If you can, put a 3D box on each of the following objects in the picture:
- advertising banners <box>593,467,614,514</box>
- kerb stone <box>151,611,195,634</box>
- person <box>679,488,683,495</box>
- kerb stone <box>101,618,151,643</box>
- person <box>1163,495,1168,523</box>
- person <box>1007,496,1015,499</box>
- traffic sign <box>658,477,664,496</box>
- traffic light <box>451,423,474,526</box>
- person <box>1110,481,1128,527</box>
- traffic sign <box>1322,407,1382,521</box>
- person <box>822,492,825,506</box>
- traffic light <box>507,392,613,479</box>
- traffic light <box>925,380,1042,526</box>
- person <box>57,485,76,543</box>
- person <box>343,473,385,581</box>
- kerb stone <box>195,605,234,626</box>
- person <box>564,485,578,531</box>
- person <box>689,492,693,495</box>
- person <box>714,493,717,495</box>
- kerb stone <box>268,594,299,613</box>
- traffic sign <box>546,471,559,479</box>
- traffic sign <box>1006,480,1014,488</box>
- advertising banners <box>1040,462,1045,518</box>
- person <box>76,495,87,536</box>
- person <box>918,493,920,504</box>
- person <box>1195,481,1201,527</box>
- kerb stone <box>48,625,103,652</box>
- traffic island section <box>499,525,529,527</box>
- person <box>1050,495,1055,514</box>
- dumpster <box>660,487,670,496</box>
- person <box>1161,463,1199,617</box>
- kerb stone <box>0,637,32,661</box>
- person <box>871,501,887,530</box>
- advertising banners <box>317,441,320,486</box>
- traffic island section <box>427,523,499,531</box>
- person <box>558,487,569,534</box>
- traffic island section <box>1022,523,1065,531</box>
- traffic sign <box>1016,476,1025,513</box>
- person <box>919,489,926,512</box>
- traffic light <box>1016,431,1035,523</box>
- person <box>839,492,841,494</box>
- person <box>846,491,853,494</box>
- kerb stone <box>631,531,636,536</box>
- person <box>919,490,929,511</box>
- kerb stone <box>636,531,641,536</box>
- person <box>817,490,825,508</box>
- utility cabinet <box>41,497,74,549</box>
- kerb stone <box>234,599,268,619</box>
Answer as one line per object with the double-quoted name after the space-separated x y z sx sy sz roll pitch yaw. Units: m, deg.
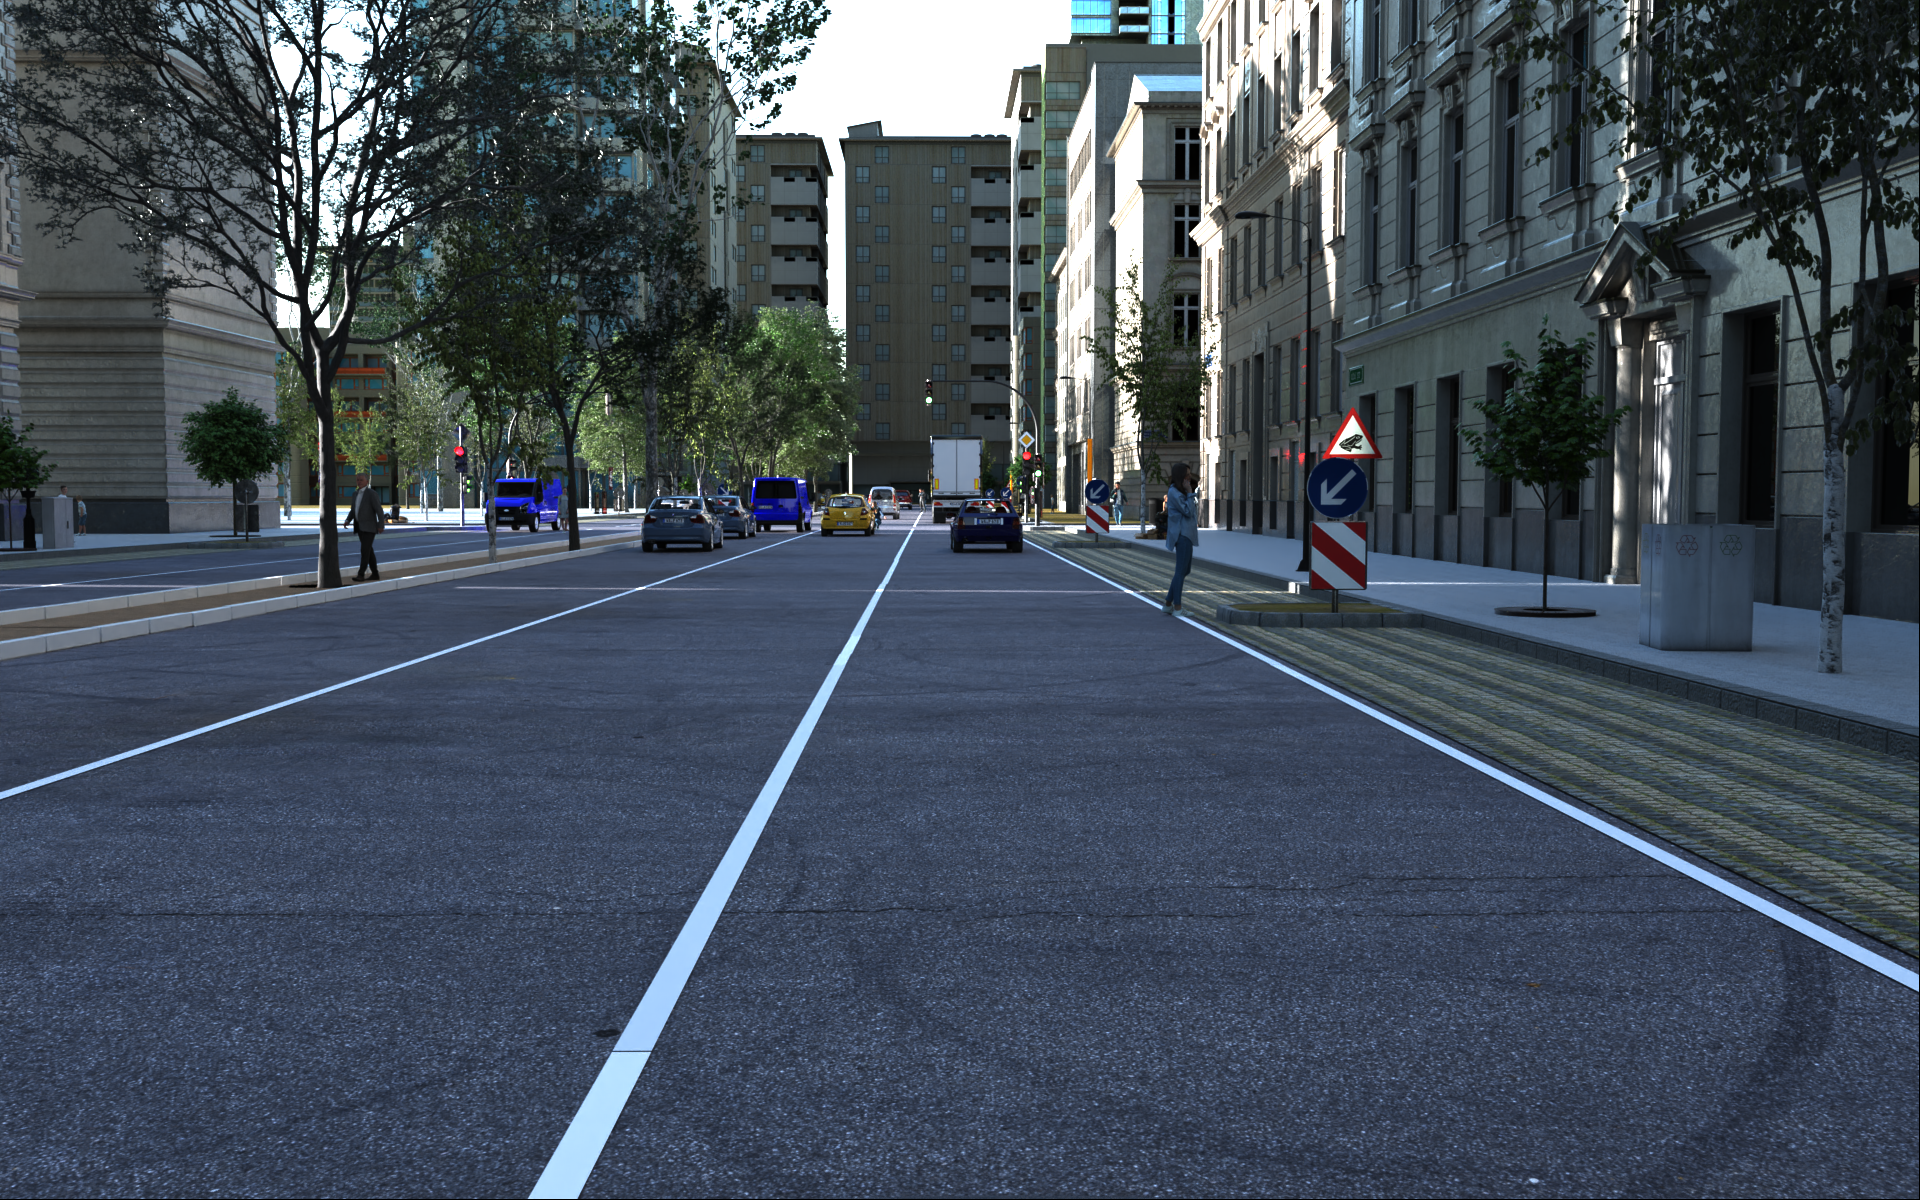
-22.844 -7.028 111.094 0.090 3.025 2.074 2 4 26 "advertising banners"
-8.350 0.243 18.219 0.120 0.150 1.000 0 4 -1 "kerb stone"
-25.406 -9.319 158.417 1.348 1.824 0.705 2 4 30 "person"
-8.335 0.307 17.183 0.120 0.150 1.000 0 4 -1 "kerb stone"
8.114 -3.482 67.645 0.362 1.253 0.373 -1 4 -12 "person"
4.322 -9.141 155.432 1.348 1.831 0.705 2 4 29 "person"
-22.649 -7.966 130.353 0.768 2.556 0.104 0 4 2 "traffic sign"
-19.783 -4.888 68.841 0.839 4.253 0.868 0 4 -1 "traffic light"
6.255 -3.794 68.427 0.623 1.781 0.721 -2 4 -25 "person"
5.892 -1.594 26.062 0.884 2.594 0.081 0 4 8 "traffic sign"
-16.679 -12.291 210.181 0.721 1.743 1.217 1 4 10 "person"
-17.824 -6.252 76.894 4.771 5.953 1.251 0 4 -1 "traffic light"
0.985 -5.773 69.054 4.771 5.953 1.251 0 4 -1 "traffic light"
-23.497 -2.251 45.439 0.523 1.515 0.503 -2 4 -33 "person"
-9.774 -1.187 28.310 0.661 1.777 0.834 1 4 19 "person"
-8.356 0.186 19.242 0.120 0.150 1.000 0 4 -1 "kerb stone"
-15.157 -3.573 67.159 0.529 1.795 0.600 -3 5 -42 "person"
-29.873 -11.370 192.612 0.551 1.740 0.621 3 4 36 "person"
-24.142 -9.932 169.112 1.217 1.739 0.721 0 4 2 "person"
-8.402 0.055 21.296 0.120 0.150 1.000 0 4 -1 "kerb stone"
-22.708 -5.886 96.334 0.768 2.556 0.104 0 4 5 "traffic sign"
4.237 -8.835 144.456 0.884 2.594 0.081 0 4 6 "traffic sign"
4.418 -5.999 94.279 0.090 3.025 2.074 1 4 13 "advertising banners"
-26.969 -2.594 53.141 0.352 1.250 0.332 1 4 19 "person"
-4.899 -12.626 215.025 0.705 1.814 1.350 -3 5 -39 "person"
9.416 -3.789 68.099 0.391 1.810 0.635 1 4 9 "person"
-8.318 0.370 16.146 0.120 0.150 1.000 0 4 -1 "kerb stone"
-19.954 -3.344 76.959 2.009 0.180 2.903 0 4 -1 "traffic island section"
5.962 -6.183 111.812 0.332 1.250 0.352 -3 5 -41 "person"
-22.827 -7.723 132.028 1.264 1.857 1.865 0 4 -1 "dumpster"
2.566 -0.703 20.267 0.793 1.790 0.793 -1 4 -22 "person"
-8.299 0.433 15.119 0.120 0.150 1.000 0 4 -1 "kerb stone"
-3.308 -3.344 68.676 1.012 1.151 0.738 1 4 22 "person"
-21.196 -3.775 57.909 0.090 3.025 2.074 0 4 -6 "advertising banners"
-19.823 -2.856 68.975 2.009 0.180 2.903 0 4 -1 "traffic island section"
-14.331 -3.259 62.783 0.512 1.701 0.522 -2 4 -24 "person"
3.115 -2.879 69.344 2.009 0.180 2.903 0 4 -1 "traffic island section"
4.279 -7.340 120.113 0.768 2.556 0.104 0 4 7 "traffic sign"
-2.956 -7.754 135.080 0.655 1.846 0.447 2 4 34 "person"
2.944 -5.400 77.214 0.839 4.253 0.868 0 4 -1 "traffic light"
-14.157 -12.003 205.557 0.445 1.727 0.742 -2 4 -26 "person"
-10.391 -9.342 162.051 0.742 1.727 0.445 0 4 -6 "person"
-11.106 -2.192 58.123 0.120 0.150 1.000 0 4 -1 "kerb stone"
-3.108 -8.611 149.270 0.713 1.824 0.794 3 5 42 "person"
-11.124 -2.260 59.146 0.120 0.150 1.000 0 4 -1 "kerb stone"
-14.277 -10.205 175.357 1.348 1.824 0.705 0 4 1 "person"
-21.272 -1.816 40.857 0.306 1.237 1.020 0 4 -4 "utility cabinet"
-8.379 0.117 20.275 0.120 0.150 1.000 0 4 -1 "kerb stone"
